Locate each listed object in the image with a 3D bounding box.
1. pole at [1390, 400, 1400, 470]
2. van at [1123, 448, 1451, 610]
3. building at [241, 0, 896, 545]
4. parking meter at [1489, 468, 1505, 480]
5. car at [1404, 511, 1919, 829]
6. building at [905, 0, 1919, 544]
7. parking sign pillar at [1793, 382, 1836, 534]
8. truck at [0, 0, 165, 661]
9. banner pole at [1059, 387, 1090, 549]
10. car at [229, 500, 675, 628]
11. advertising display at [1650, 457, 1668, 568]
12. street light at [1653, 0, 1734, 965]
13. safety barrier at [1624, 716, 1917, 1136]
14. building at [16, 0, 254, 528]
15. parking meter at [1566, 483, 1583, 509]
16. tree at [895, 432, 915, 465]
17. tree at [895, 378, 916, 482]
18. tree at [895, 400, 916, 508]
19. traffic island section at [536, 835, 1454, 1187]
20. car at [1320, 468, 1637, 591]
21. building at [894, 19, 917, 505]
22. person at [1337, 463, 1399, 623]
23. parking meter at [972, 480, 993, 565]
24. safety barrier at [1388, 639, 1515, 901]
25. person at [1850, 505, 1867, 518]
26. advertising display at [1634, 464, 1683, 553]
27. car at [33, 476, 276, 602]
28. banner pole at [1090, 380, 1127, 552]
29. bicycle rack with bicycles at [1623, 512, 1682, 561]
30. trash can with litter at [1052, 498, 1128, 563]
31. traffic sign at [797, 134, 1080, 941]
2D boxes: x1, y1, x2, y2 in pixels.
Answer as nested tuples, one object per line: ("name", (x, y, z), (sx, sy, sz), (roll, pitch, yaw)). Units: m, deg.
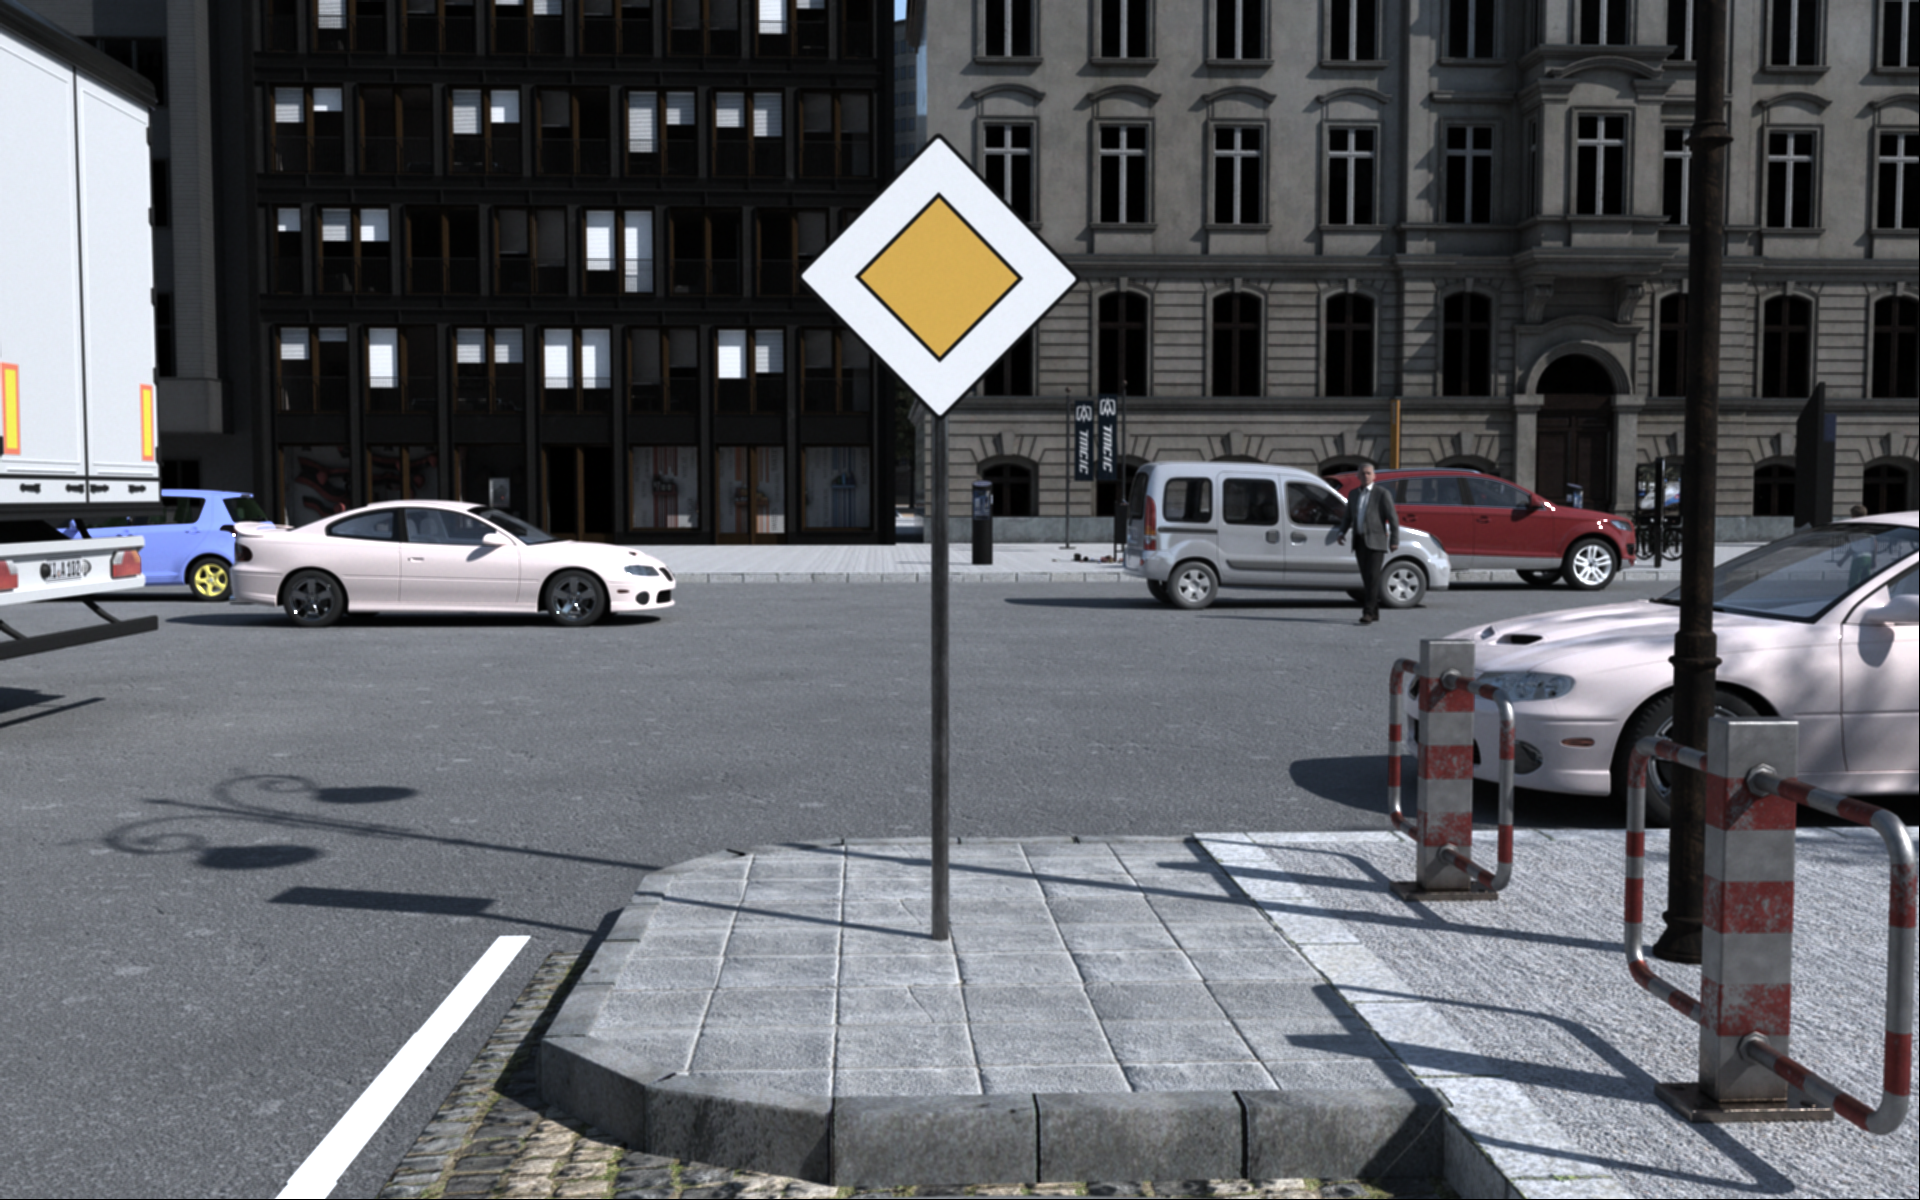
("pole", (9.428, -2.677, 37.610), (0.158, 3.312, 0.155), (0, 3, 0))
("van", (4.179, -0.931, 22.231), (4.112, 2.044, 2.013), (0, 4, -4))
("building", (-9.801, -13.387, 48.549), (15.834, 23.373, 12.332), (0, 4, -3))
("parking meter", (11.980, -2.017, 38.695), (0.255, 1.863, 0.399), (3, 4, 36))
("car", (4.566, 0.253, 8.223), (4.827, 1.381, 2.083), (0, 4, -2))
("building", (15.728, -14.123, 49.995), (34.723, 24.649, 14.460), (0, 4, -3))
("parking sign pillar", (20.889, -3.294, 42.336), (1.447, 3.967, 1.447), (0, 4, 5))
("truck", (-10.947, -1.305, 10.252), (11.283, 4.237, 2.839), (0, 4, -4))
("banner pole", (2.757, -3.098, 40.666), (0.863, 3.779, 0.401), (-1, 4, -11))
("car", (-5.633, -0.434, 19.455), (4.827, 1.381, 2.083), (0, 4, -2))
("advertising display", (12.310, -1.546, 30.486), (0.123, 1.923, 0.974), (2, 4, 25))
("street light", (2.020, -1.947, 4.629), (0.468, 5.910, 1.993), (0, 4, -3))
("safety barrier", (1.636, 0.653, 3.597), (0.300, 0.817, 1.120), (0, 4, -3))
("building", (-32.833, -14.009, 48.114), (30.058, 24.678, 14.314), (0, 4, -3))
("parking meter", (14.215, -1.938, 40.091), (0.372, 1.533, 0.369), (0, 3, 0))
("tree", (-3.135, -12.649, 141.227), (7.601, 10.594, 8.767), (3, 5, 39))
("tree", (-1.903, -11.217, 105.446), (6.751, 12.117, 7.091), (0, 3, 0))
("tree", (-4.103, -15.255, 156.837), (7.806, 13.903, 7.818), (0, 3, 0))
("traffic island section", (-0.037, 1.056, 5.012), (2.009, 0.180, 2.903), (0, 4, -3))
("car", (7.620, -1.084, 26.395), (5.304, 1.827, 2.281), (0, 4, -5))
("building", (1.971, -41.008, 212.481), (28.212, 58.520, 21.231), (0, 4, -3))
("person", (4.502, -0.631, 19.213), (0.661, 1.777, 0.834), (2, 4, 34))
("parking meter", (0.408, -1.415, 31.541), (0.372, 1.533, 0.369), (0, 3, 0))
("safety barrier", (1.546, 0.536, 5.519), (0.300, 0.817, 1.120), (0, 4, -3))
("person", (10.839, -0.489, 20.750), (0.306, 1.304, 0.590), (-3, 5, -44))
("advertising display", (15.259, -1.996, 37.847), (0.974, 1.923, 0.123), (0, 4, 2))
("car", (-11.228, -0.862, 23.688), (3.694, 1.707, 1.945), (0, 4, -2))
("banner pole", (3.392, -2.942, 38.125), (0.863, 3.779, 0.401), (-1, 4, -19))
("bicycle rack with bicycles", (13.495, -1.289, 34.460), (2.852, 0.926, 2.925), (-1, 4, -17))
("trash can with litter", (2.856, -1.331, 32.819), (2.233, 1.210, 1.678), (2, 4, 28))
("traffic sign", (-0.060, -0.079, 4.933), (0.795, 2.450, 0.064), (0, 4, -3))
